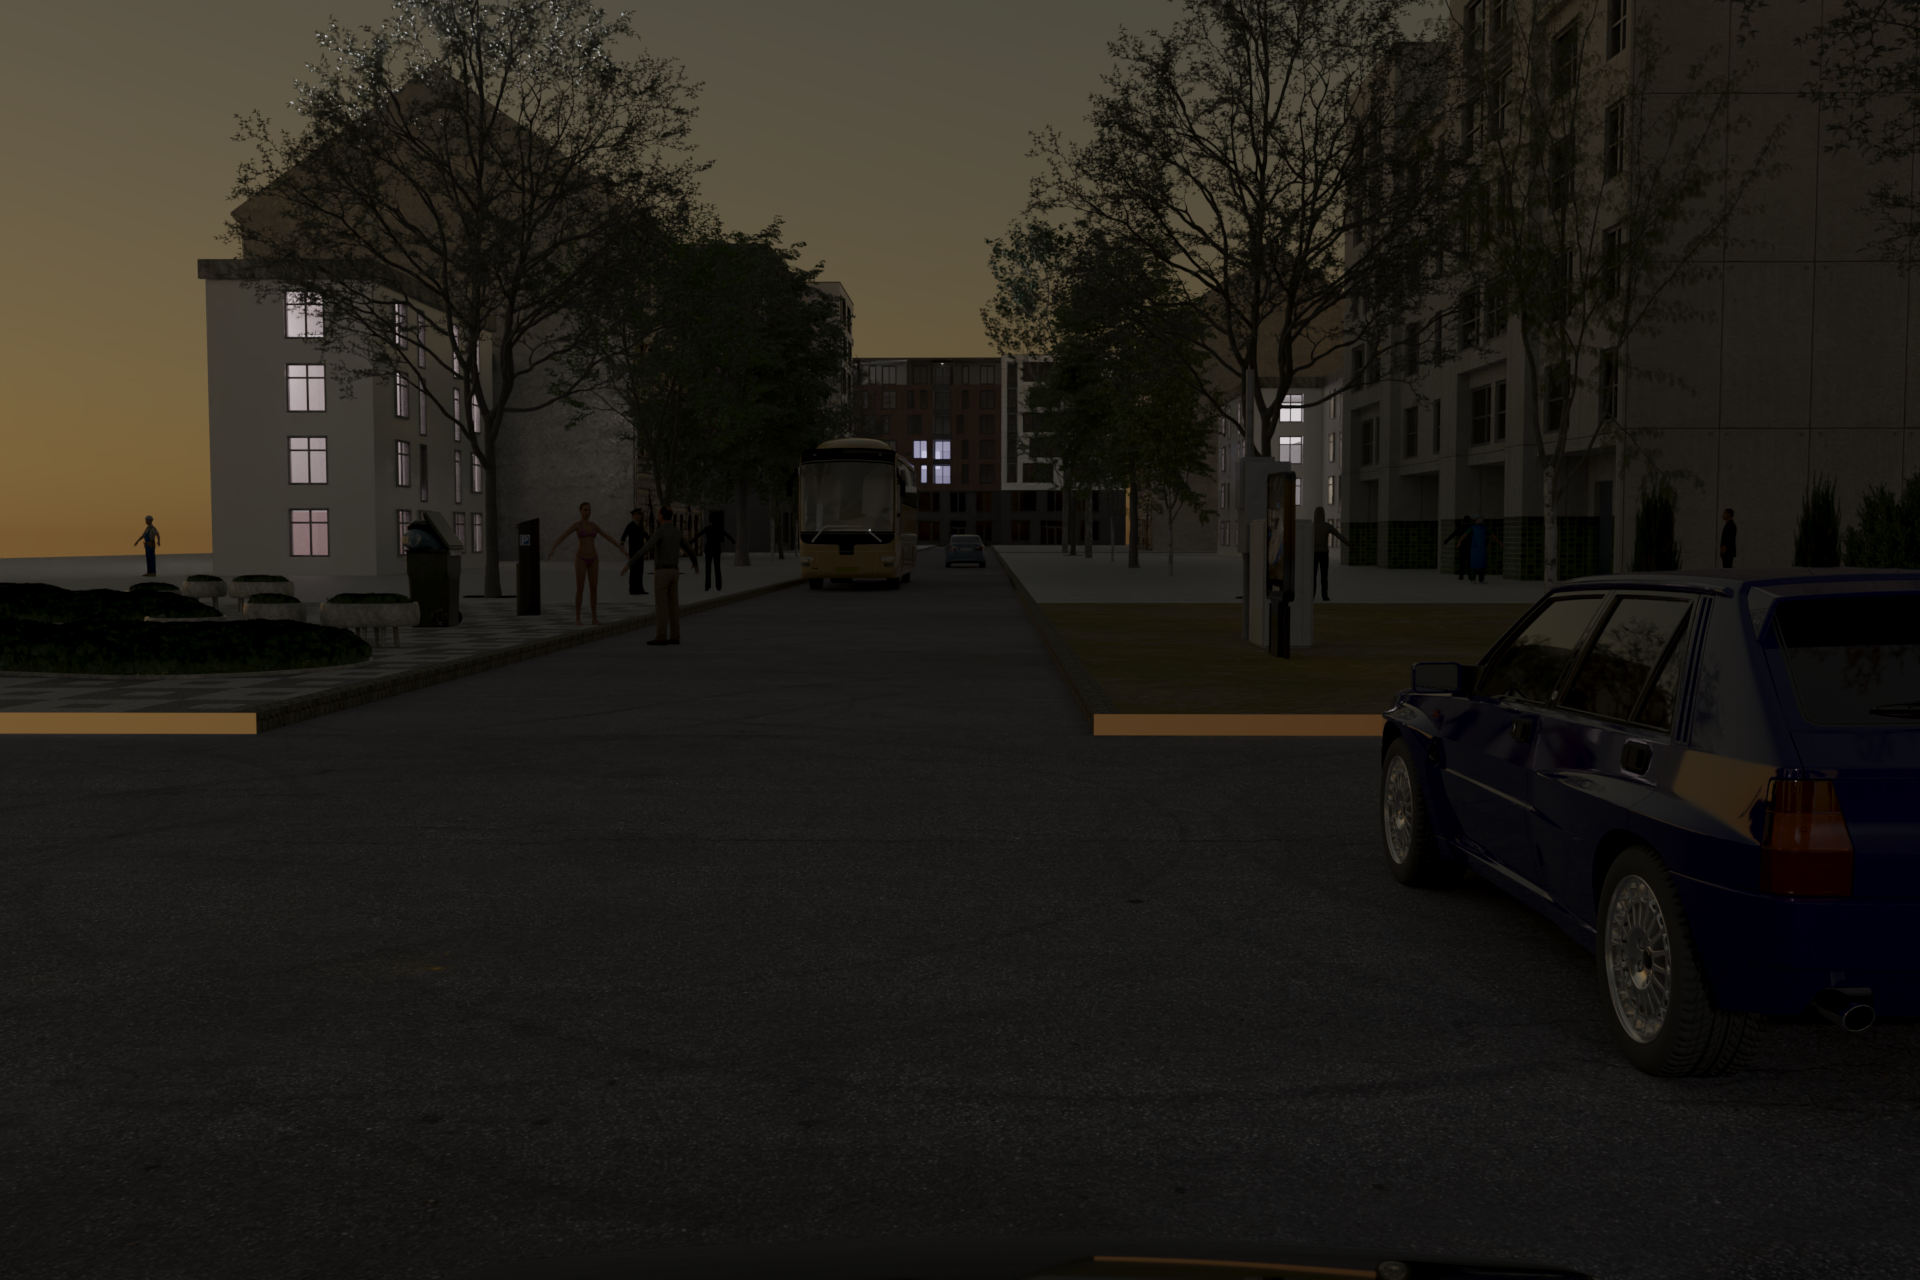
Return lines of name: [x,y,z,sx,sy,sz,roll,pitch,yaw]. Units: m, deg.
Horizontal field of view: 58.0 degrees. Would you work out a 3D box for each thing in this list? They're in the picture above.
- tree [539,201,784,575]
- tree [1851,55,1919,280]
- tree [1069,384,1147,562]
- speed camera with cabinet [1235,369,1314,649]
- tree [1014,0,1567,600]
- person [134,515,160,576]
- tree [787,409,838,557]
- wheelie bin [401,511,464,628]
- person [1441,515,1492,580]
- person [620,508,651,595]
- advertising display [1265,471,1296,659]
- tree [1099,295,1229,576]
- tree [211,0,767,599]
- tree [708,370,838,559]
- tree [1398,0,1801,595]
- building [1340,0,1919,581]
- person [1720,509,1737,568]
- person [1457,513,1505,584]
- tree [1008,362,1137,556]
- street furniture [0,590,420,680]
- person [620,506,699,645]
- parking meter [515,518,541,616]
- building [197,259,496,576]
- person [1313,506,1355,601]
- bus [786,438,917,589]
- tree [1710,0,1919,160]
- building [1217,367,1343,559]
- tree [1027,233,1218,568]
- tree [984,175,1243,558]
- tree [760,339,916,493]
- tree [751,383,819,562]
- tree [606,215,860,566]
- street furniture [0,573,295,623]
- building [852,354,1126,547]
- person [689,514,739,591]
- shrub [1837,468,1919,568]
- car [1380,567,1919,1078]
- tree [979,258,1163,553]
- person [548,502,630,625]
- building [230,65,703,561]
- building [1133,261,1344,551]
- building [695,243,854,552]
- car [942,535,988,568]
tree: [-9.426,-7.893,54.804,9.928,11.665,9.643,0,3,0]
tree: [19.617,-7.153,27.327,12.009,13.543,11.850,0,3,0]
tree: [7.146,-7.951,80.365,4.360,8.622,3.978,0,3,0]
speed camera with cabinet: [3.670,-1.584,20.229,0.660,3.252,2.038,0,4,0]
tree: [5.946,-7.541,33.660,12.009,13.543,11.850,0,3,0]
person: [-24.593,-2.855,52.536,1.347,1.847,0.705,2,4,35]
tree: [-8.808,-8.875,95.461,4.737,8.622,4.395,0,3,0]
wheelie bin: [-7.292,-0.980,23.936,0.693,1.594,0.980,0,4,3]
person: [14.167,-2.585,48.448,1.347,1.806,0.705,1,4,16]
person: [-6.818,-1.878,36.646,0.705,1.837,1.347,2,4,26]
advertising display: [3.350,-0.789,18.121,0.123,1.923,0.974,0,4,-1]
tree: [6.312,-6.222,52.085,4.737,8.622,4.395,0,3,0]
tree: [-9.423,-7.580,34.309,12.009,13.543,11.850,0,3,0]
tree: [-9.363,-9.353,87.338,7.601,10.594,8.767,0,4,3]
tree: [6.884,-4.268,20.151,4.360,8.622,3.978,0,3,0]
building: [23.863,-11.543,55.191,16.747,18.905,31.486,0,4,1]
person: [15.672,-1.785,35.414,0.704,1.802,1.346,1,4,23]
person: [13.427,-2.364,44.784,1.347,1.817,0.704,-1,4,-13]
tree: [6.716,-10.818,102.625,9.928,11.665,9.643,0,3,0]
street furniture: [-10.689,-0.141,17.931,10.072,0.657,5.734,0,4,6]
person: [-3.819,-0.837,22.409,0.705,1.796,1.348,3,4,36]
parking meter: [-6.810,-1.156,27.308,0.372,1.533,0.369,0,3,0]
building: [-22.452,-7.638,67.033,9.099,9.664,28.070,0,4,0]
person: [6.907,-1.662,33.303,1.348,1.813,0.705,1,4,14]
bus: [-2.689,-3.463,48.161,2.896,3.916,12.252,0,4,1]
tree: [8.643,-6.129,10.583,12.009,13.543,11.850,0,3,0]
building: [20.036,-9.202,92.600,9.099,9.664,28.070,0,4,1]
tree: [6.243,-9.018,65.579,7.486,12.596,7.792,0,3,0]
tree: [7.943,-14.349,90.499,12.611,20.169,13.585,0,3,0]
tree: [-8.367,-12.144,108.927,12.009,13.543,11.850,0,3,0]
tree: [-8.487,-7.953,80.388,4.737,8.622,4.395,0,3,0]
tree: [-8.795,-9.916,68.788,9.857,13.997,8.962,0,3,0]
street furniture: [-15.701,-0.740,27.719,10.072,0.657,5.734,1,4,22]
building: [2.898,-22.198,209.368,32.646,21.610,27.936,0,4,2]
person: [-5.599,-1.983,39.147,1.216,1.740,0.721,-1,4,-18]
shrub: [11.324,-1.015,20.633,1.661,2.075,1.752,0,3,0]
car: [2.644,0.408,5.910,1.945,1.354,3.894,0,4,0]
tree: [8.364,-15.821,114.564,12.611,20.169,13.585,0,3,0]
person: [-5.231,-1.076,24.389,1.217,1.733,0.721,-2,4,-35]
building: [-24.323,-15.873,90.453,19.493,23.208,18.063,0,4,1]
building: [23.967,-18.938,140.564,19.493,23.208,18.063,0,4,1]
building: [-23.675,-18.011,138.453,27.936,21.610,32.646,0,4,1]
car: [0.230,-3.856,75.048,2.014,1.417,4.499,0,4,-1]
